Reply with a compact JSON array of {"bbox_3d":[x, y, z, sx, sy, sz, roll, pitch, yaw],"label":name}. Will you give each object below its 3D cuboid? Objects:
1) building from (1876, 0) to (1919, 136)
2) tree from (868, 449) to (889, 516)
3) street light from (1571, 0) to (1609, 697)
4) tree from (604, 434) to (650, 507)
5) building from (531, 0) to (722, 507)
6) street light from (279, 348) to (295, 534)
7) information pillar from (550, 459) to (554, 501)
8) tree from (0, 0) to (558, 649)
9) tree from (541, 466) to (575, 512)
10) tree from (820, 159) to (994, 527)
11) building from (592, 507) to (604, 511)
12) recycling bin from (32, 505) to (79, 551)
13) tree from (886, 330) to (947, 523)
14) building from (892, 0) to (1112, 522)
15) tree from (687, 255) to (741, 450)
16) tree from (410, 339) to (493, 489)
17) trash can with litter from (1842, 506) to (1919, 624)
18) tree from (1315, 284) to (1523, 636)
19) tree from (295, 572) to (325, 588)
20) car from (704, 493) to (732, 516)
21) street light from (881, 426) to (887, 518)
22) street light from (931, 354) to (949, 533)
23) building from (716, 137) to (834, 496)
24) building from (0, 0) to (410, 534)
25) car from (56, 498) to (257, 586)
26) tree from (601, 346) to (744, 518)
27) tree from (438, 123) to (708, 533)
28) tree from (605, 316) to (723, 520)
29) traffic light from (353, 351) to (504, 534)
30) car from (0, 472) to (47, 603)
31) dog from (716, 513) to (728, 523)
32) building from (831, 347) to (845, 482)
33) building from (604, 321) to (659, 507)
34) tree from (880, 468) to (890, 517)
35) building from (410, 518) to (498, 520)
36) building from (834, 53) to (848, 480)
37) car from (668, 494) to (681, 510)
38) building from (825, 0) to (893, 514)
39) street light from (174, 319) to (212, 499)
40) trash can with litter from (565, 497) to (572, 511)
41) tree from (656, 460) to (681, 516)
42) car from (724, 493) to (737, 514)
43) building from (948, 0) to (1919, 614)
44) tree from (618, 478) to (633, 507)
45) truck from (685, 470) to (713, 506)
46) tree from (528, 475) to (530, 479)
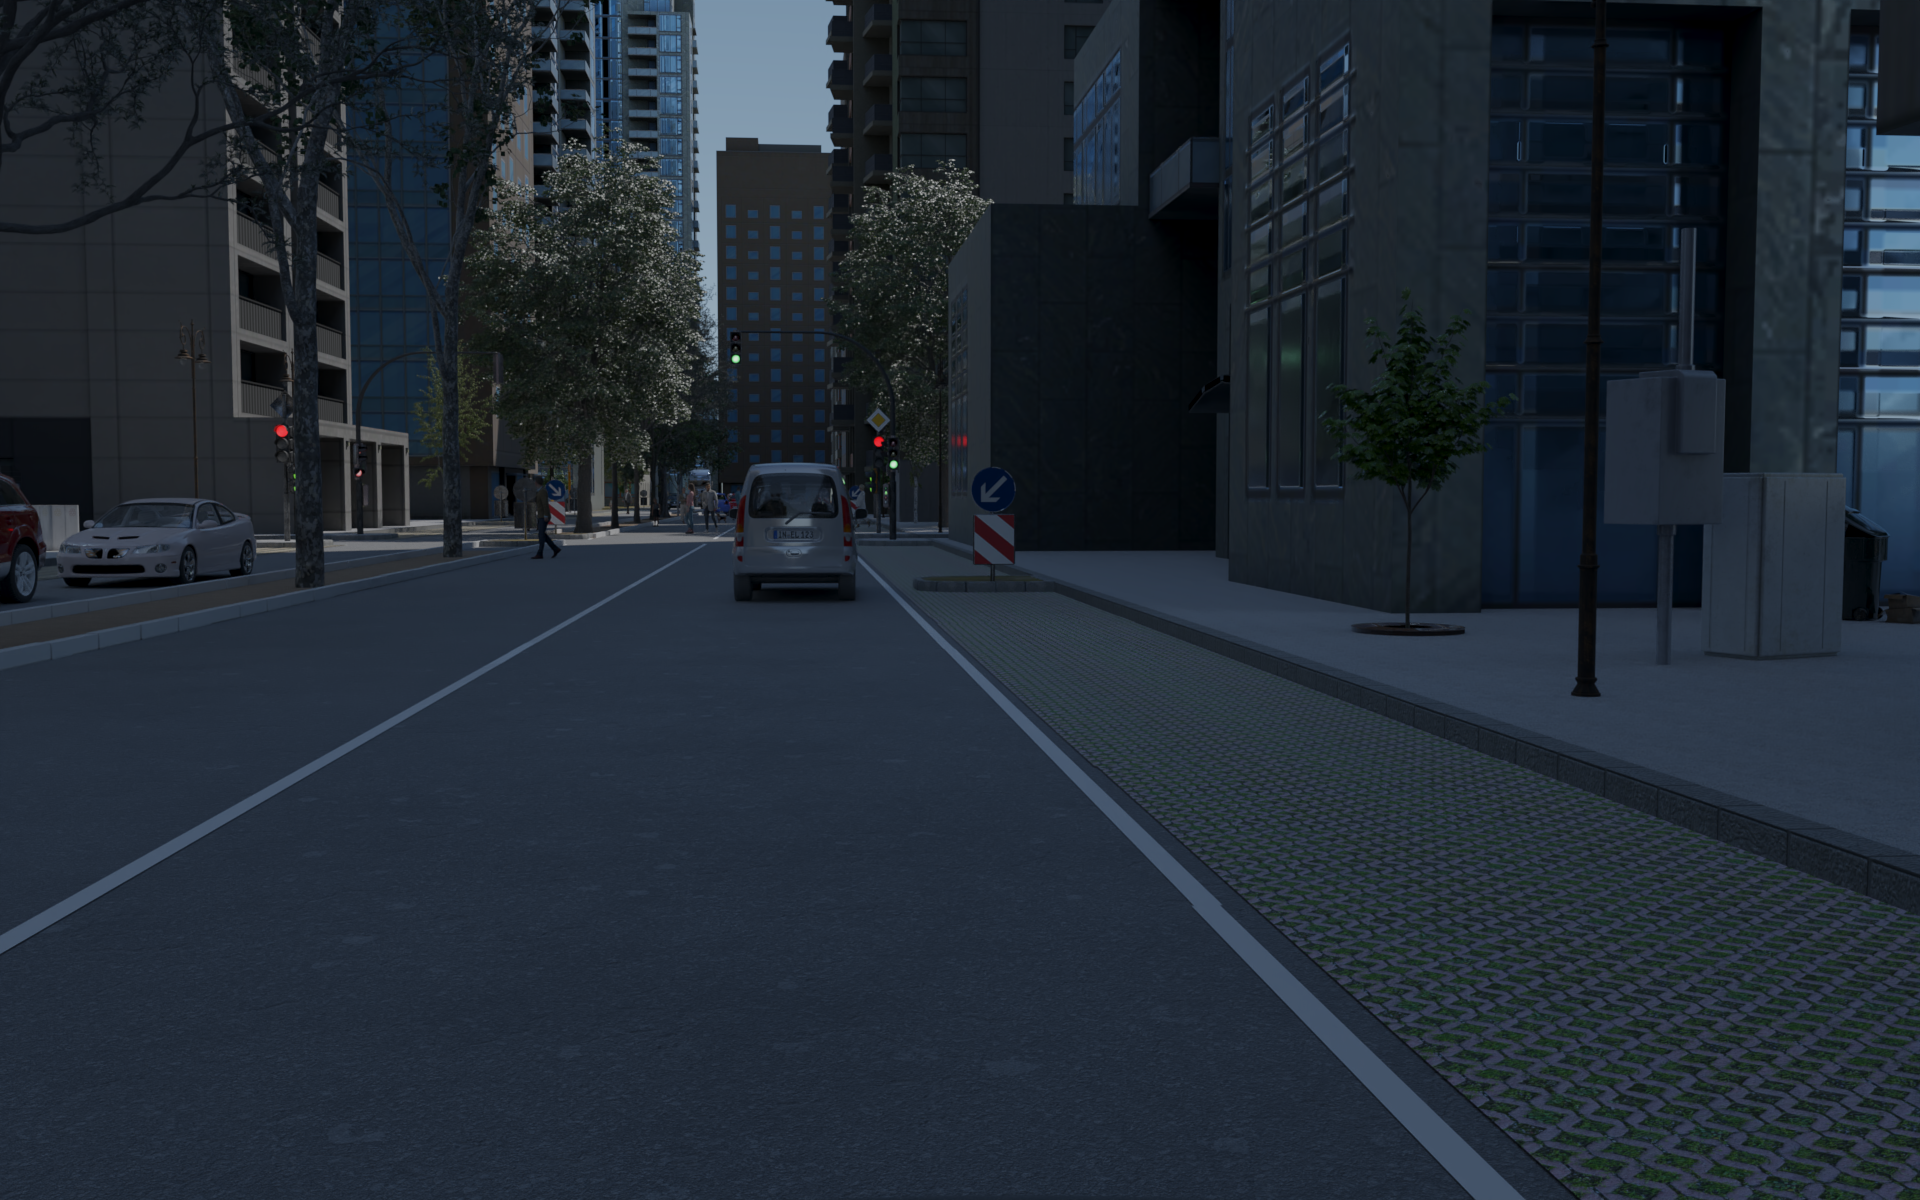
[{"bbox_3d":[10.708,-19.525,2.833,14.154,41.232,14.086,0,4,-5],"label":"building"},{"bbox_3d":[-3.712,-7.181,101.129,4.285,4.588,4.351,0,3,0],"label":"tree"},{"bbox_3d":[3.983,-2.328,10.844,0.468,5.910,1.993,0,4,-5],"label":"street light"},{"bbox_3d":[-32.352,-15.215,166.892,7.486,12.596,7.792,0,3,0],"label":"tree"},{"bbox_3d":[-46.549,-55.586,221.496,31.000,86.520,22.319,0,4,-5],"label":"building"},{"bbox_3d":[-21.158,-5.031,55.045,0.468,5.910,1.993,0,4,-5],"label":"street light"},{"bbox_3d":[-25.832,-7.233,109.617,0.183,3.616,0.504,0,4,7],"label":"information pillar"},{"bbox_3d":[-8.741,-6.226,14.624,12.009,13.543,11.850,0,3,0],"label":"tree"},{"bbox_3d":[-28.637,-7.913,123.975,1.663,3.219,1.824,0,3,0],"label":"tree"},{"bbox_3d":[-0.448,-9.770,66.394,9.857,13.997,8.962,0,3,0],"label":"tree"},{"bbox_3d":[-40.727,-50.736,142.209,22.319,86.520,31.000,0,4,-5],"label":"building"},{"bbox_3d":[-20.589,-1.644,39.427,0.722,1.027,0.722,2,4,29],"label":"recycling bin"},{"bbox_3d":[-1.720,-7.657,75.559,4.737,8.622,4.395,0,3,0],"label":"tree"},{"bbox_3d":[3.558,-19.219,85.939,14.160,30.474,14.107,0,4,-5],"label":"building"},{"bbox_3d":[-14.299,-9.703,71.464,12.009,13.543,11.850,0,3,0],"label":"tree"},{"bbox_3d":[-24.467,-8.113,83.013,4.737,8.622,4.395,0,3,0],"label":"tree"},{"bbox_3d":[9.319,-0.375,17.513,0.624,1.170,1.055,-3,5,-39],"label":"trash can with litter"},{"bbox_3d":[4.152,-1.319,16.172,1.663,3.219,1.824,0,3,0],"label":"tree"},{"bbox_3d":[-11.236,-10.292,26.626,12.611,20.169,13.585,0,3,0],"label":"tree"},{"bbox_3d":[-16.041,-6.408,114.358,1.945,1.707,3.694,0,4,-6],"label":"car"},{"bbox_3d":[-4.152,-7.401,93.801,0.468,5.910,1.993,0,4,-5],"label":"street light"},{"bbox_3d":[-0.652,-5.169,57.306,0.468,5.910,1.993,0,4,-5],"label":"street light"},{"bbox_3d":[-23.471,-34.915,220.974,14.200,45.320,14.600,0,4,-5],"label":"building"},{"bbox_3d":[-32.010,-38.183,62.541,20.563,71.187,20.611,0,4,-5],"label":"building"},{"bbox_3d":[-13.105,-0.988,28.508,2.083,1.381,4.827,0,4,-5],"label":"car"},{"bbox_3d":[-17.921,-11.318,104.510,9.611,12.733,9.660,0,3,0],"label":"tree"},{"bbox_3d":[-13.237,-9.259,60.489,9.857,13.997,8.962,0,3,0],"label":"tree"},{"bbox_3d":[-16.760,-10.186,94.758,9.928,11.665,9.643,0,3,0],"label":"tree"},{"bbox_3d":[-16.990,-4.928,55.234,4.771,5.953,1.251,0,4,-5],"label":"traffic light"},{"bbox_3d":[-13.148,-0.764,21.170,2.281,1.827,5.304,0,4,-5],"label":"car"},{"bbox_3d":[-11.599,-3.984,84.421,0.406,0.507,0.540,1,4,19],"label":"dog"},{"bbox_3d":[-0.316,-21.373,194.493,27.650,21.520,28.899,0,4,-5],"label":"building"},{"bbox_3d":[-48.881,-21.105,190.098,28.899,21.520,27.650,0,4,-5],"label":"building"},{"bbox_3d":[-3.922,-6.289,97.423,1.663,3.219,1.824,0,3,0],"label":"tree"},{"bbox_3d":[-30.902,-27.021,91.903,14.600,45.320,14.200,0,4,-5],"label":"building"},{"bbox_3d":[-4.677,-31.901,171.684,14.600,45.320,14.200,0,4,-5],"label":"building"},{"bbox_3d":[-25.506,-8.914,155.523,2.009,1.686,4.222,0,4,-6],"label":"car"},{"bbox_3d":[2.142,-28.312,117.527,22.147,44.769,28.867,0,4,-5],"label":"building"},{"bbox_3d":[-20.258,-4.469,45.862,0.468,5.910,1.993,0,4,-5],"label":"street light"},{"bbox_3d":[-29.192,-7.144,128.198,1.055,1.170,0.624,-1,4,-17],"label":"trash can with litter"},{"bbox_3d":[-18.483,-9.815,113.290,4.360,8.622,3.978,0,3,0],"label":"tree"},{"bbox_3d":[-16.027,-7.061,124.483,2.155,1.783,4.494,0,4,-7],"label":"car"},{"bbox_3d":[12.265,-44.009,32.225,22.319,86.520,31.000,0,4,-5],"label":"building"},{"bbox_3d":[-33.616,-10.951,173.655,1.663,3.219,1.824,0,3,0],"label":"tree"},{"bbox_3d":[-29.501,-12.692,197.264,2.967,4.110,18.799,0,4,-7],"label":"truck"},{"bbox_3d":[-27.142,-9.445,104.789,4.737,8.622,4.395,0,3,0],"label":"tree"}]
